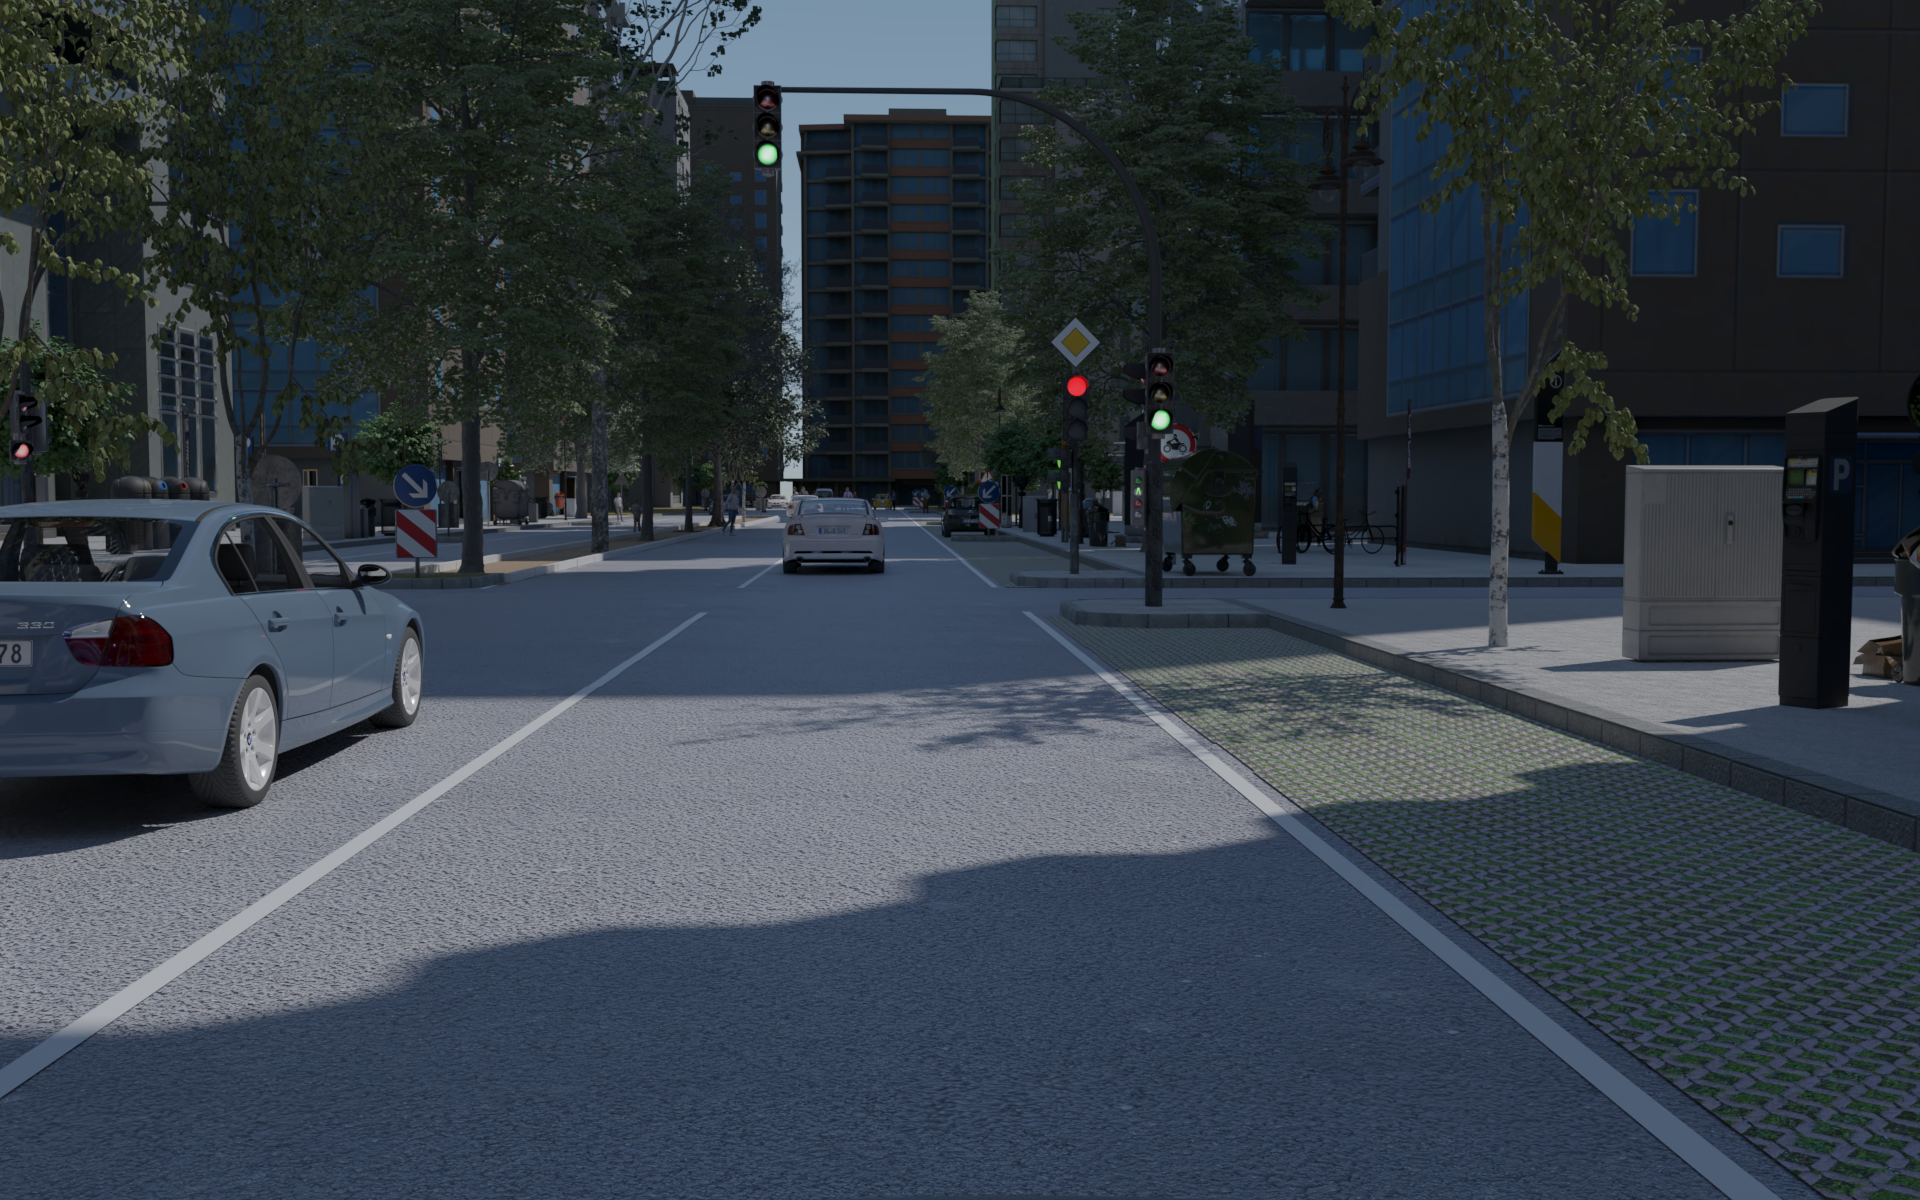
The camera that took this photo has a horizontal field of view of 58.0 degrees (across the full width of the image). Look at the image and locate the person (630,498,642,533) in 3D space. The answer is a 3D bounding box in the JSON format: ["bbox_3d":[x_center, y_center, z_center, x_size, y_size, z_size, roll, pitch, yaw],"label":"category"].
[{"bbox_3d":[-11.530,-2.993,61.700,0.475,1.303,0.640,0,4,1],"label":"person"}]

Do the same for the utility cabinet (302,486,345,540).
[{"bbox_3d":[-17.386,-2.363,47.322,0.318,1.500,1.173,2,4,28],"label":"utility cabinet"}]

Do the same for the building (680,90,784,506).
[{"bbox_3d":[-27.380,-33.366,195.643,14.200,45.320,14.600,0,4,-3],"label":"building"}]

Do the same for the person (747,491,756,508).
[{"bbox_3d":[-20.742,-9.970,172.220,1.217,1.735,0.721,2,4,29],"label":"person"}]

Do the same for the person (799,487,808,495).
[{"bbox_3d":[-8.717,-5.460,97.578,0.655,1.846,0.447,-2,4,-30],"label":"person"}]

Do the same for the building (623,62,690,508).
[{"bbox_3d":[-33.266,-29.555,166.820,14.086,41.232,14.154,0,4,-3],"label":"building"}]

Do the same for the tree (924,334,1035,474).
[{"bbox_3d":[1.264,-11.252,109.731,9.928,11.665,9.643,0,3,0],"label":"tree"}]

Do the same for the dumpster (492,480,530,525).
[{"bbox_3d":[-18.569,-4.024,71.555,1.264,1.857,1.865,0,4,-3],"label":"dumpster"}]

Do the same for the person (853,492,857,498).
[{"bbox_3d":[-10.887,-10.348,179.163,0.415,1.643,0.593,1,4,13],"label":"person"}]

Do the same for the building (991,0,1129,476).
[{"bbox_3d":[9.371,-27.776,137.734,14.154,41.232,14.086,0,4,-3],"label":"building"}]

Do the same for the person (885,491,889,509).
[{"bbox_3d":[-6.789,-9.373,162.671,0.530,1.710,0.541,0,4,8],"label":"person"}]

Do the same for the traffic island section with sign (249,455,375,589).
[{"bbox_3d":[-7.969,-0.700,19.585,2.006,1.907,1.989,0,4,-3],"label":"traffic island section with sign"}]

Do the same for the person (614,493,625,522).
[{"bbox_3d":[-17.669,-4.818,89.867,0.523,1.515,0.503,1,4,19],"label":"person"}]

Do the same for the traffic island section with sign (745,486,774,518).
[{"bbox_3d":[-11.778,-5.744,102.043,2.006,1.907,1.989,0,4,-3],"label":"traffic island section with sign"}]

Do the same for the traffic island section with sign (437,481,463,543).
[{"bbox_3d":[-15.332,-2.630,51.635,1.989,1.847,2.006,0,4,-3],"label":"traffic island section with sign"}]

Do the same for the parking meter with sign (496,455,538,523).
[{"bbox_3d":[-19.779,-4.967,77.466,1.738,3.016,0.543,0,4,2],"label":"parking meter with sign"}]

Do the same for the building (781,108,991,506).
[{"bbox_3d":[-5.618,-33.336,199.665,28.867,44.769,22.147,0,4,-3],"label":"building"}]

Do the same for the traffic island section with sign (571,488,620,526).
[{"bbox_3d":[-16.597,-4.312,79.132,1.989,1.847,2.006,0,4,-3],"label":"traffic island section with sign"}]

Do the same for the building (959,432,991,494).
[{"bbox_3d":[11.767,-51.781,159.297,22.319,86.520,31.000,0,4,-3],"label":"building"}]

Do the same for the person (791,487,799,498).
[{"bbox_3d":[-8.684,-5.062,91.363,0.778,1.811,0.616,-1,4,-9],"label":"person"}]

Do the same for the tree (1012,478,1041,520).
[{"bbox_3d":[3.124,-5.555,85.430,1.663,3.219,1.824,0,3,0],"label":"tree"}]

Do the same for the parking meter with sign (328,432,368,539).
[{"bbox_3d":[-17.530,-3.272,49.753,0.543,3.016,1.738,0,4,2],"label":"parking meter with sign"}]

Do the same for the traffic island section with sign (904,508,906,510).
[{"bbox_3d":[-4.089,-9.051,156.607,1.989,1.847,2.006,0,4,-3],"label":"traffic island section with sign"}]

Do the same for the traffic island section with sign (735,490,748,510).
[{"bbox_3d":[-20.130,-8.991,155.636,1.989,1.847,2.006,0,4,-3],"label":"traffic island section with sign"}]

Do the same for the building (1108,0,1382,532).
[{"bbox_3d":[18.284,-27.574,70.436,23.786,49.044,30.456,0,4,-3],"label":"building"}]

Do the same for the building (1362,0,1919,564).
[{"bbox_3d":[17.668,-23.672,37.142,14.200,45.320,14.600,0,4,-3],"label":"building"}]

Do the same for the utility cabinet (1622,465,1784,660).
[{"bbox_3d":[5.731,-0.282,13.282,1.173,1.500,0.318,0,4,-4],"label":"utility cabinet"}]

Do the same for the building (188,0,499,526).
[{"bbox_3d":[-28.125,-25.913,73.788,14.600,45.320,14.200,0,4,-3],"label":"building"}]

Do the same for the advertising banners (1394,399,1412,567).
[{"bbox_3d":[8.035,-2.150,31.336,0.090,3.025,2.074,1,4,21],"label":"advertising banners"}]

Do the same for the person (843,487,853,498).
[{"bbox_3d":[-6.901,-5.940,105.481,0.709,1.838,0.599,1,4,21],"label":"person"}]

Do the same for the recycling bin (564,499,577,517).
[{"bbox_3d":[-21.628,-5.150,96.755,0.722,1.027,0.722,2,4,24],"label":"recycling bin"}]

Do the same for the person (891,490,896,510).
[{"bbox_3d":[-5.821,-8.766,151.816,0.705,1.826,1.348,1,4,8],"label":"person"}]

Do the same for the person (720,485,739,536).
[{"bbox_3d":[-7.982,-3.087,59.640,0.598,1.740,0.731,1,4,12],"label":"person"}]

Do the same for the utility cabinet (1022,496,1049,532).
[{"bbox_3d":[2.530,-2.879,58.226,0.306,1.237,1.020,-3,4,-38],"label":"utility cabinet"}]

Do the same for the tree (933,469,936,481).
[{"bbox_3d":[-0.499,-9.215,134.370,4.285,4.588,4.351,0,3,0],"label":"tree"}]

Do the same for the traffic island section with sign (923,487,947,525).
[{"bbox_3d":[-0.556,-4.369,80.067,1.989,1.847,2.006,0,4,-3],"label":"traffic island section with sign"}]

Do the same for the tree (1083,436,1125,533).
[{"bbox_3d":[4.756,-3.820,57.065,1.663,3.219,1.824,0,3,0],"label":"tree"}]

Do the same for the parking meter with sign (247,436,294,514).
[{"bbox_3d":[-21.153,-3.465,52.909,0.543,3.016,1.738,1,4,22],"label":"parking meter with sign"}]

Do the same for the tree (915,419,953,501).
[{"bbox_3d":[-1.554,-12.170,149.348,4.360,8.622,3.978,0,3,0],"label":"tree"}]

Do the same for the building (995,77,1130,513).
[{"bbox_3d":[9.394,-21.544,123.943,14.160,30.474,14.107,0,4,-3],"label":"building"}]

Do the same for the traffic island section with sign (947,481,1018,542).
[{"bbox_3d":[0.726,-2.682,52.477,1.989,1.847,2.006,0,4,-3],"label":"traffic island section with sign"}]

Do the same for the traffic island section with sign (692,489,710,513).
[{"bbox_3d":[-18.897,-7.344,128.709,1.989,1.847,2.006,0,4,-3],"label":"traffic island section with sign"}]

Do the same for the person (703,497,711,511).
[{"bbox_3d":[-19.324,-7.526,132.237,0.721,1.739,1.217,1,4,22],"label":"person"}]

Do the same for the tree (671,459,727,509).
[{"bbox_3d":[-23.240,-10.163,149.874,4.285,4.588,4.351,0,3,0],"label":"tree"}]

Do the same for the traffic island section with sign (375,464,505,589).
[{"bbox_3d":[-8.301,-1.153,26.984,2.006,1.907,1.989,0,4,-3],"label":"traffic island section with sign"}]

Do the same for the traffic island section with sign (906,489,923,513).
[{"bbox_3d":[-2.842,-7.404,129.681,1.989,1.847,2.006,0,4,-3],"label":"traffic island section with sign"}]

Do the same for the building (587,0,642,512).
[{"bbox_3d":[-36.920,-31.231,130.242,23.786,49.044,30.456,0,4,-3],"label":"building"}]

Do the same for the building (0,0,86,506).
[{"bbox_3d":[-33.610,-44.589,41.702,22.319,86.520,31.000,0,4,-3],"label":"building"}]

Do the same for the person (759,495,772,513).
[{"bbox_3d":[-15.135,-7.667,133.875,0.705,1.822,1.348,3,5,42],"label":"person"}]

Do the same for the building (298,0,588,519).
[{"bbox_3d":[-31.254,-28.008,108.038,14.600,45.320,14.200,0,4,-3],"label":"building"}]

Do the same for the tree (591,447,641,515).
[{"bbox_3d":[-21.611,-7.624,108.366,4.285,4.588,4.351,0,3,0],"label":"tree"}]

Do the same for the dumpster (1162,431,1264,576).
[{"bbox_3d":[3.946,-1.543,27.719,1.502,2.255,1.985,0,4,-3],"label":"dumpster"}]

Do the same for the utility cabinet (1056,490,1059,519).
[{"bbox_3d":[5.436,-4.807,87.272,1.173,1.500,0.318,2,4,28],"label":"utility cabinet"}]

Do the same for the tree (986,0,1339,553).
[{"bbox_3d":[4.597,-7.307,37.599,7.486,12.596,7.792,0,3,0],"label":"tree"}]

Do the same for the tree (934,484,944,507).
[{"bbox_3d":[-1.941,-11.161,177.077,1.663,3.219,1.824,0,3,0],"label":"tree"}]

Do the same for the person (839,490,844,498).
[{"bbox_3d":[-10.135,-8.541,148.161,0.705,1.821,1.348,1,4,13],"label":"person"}]
